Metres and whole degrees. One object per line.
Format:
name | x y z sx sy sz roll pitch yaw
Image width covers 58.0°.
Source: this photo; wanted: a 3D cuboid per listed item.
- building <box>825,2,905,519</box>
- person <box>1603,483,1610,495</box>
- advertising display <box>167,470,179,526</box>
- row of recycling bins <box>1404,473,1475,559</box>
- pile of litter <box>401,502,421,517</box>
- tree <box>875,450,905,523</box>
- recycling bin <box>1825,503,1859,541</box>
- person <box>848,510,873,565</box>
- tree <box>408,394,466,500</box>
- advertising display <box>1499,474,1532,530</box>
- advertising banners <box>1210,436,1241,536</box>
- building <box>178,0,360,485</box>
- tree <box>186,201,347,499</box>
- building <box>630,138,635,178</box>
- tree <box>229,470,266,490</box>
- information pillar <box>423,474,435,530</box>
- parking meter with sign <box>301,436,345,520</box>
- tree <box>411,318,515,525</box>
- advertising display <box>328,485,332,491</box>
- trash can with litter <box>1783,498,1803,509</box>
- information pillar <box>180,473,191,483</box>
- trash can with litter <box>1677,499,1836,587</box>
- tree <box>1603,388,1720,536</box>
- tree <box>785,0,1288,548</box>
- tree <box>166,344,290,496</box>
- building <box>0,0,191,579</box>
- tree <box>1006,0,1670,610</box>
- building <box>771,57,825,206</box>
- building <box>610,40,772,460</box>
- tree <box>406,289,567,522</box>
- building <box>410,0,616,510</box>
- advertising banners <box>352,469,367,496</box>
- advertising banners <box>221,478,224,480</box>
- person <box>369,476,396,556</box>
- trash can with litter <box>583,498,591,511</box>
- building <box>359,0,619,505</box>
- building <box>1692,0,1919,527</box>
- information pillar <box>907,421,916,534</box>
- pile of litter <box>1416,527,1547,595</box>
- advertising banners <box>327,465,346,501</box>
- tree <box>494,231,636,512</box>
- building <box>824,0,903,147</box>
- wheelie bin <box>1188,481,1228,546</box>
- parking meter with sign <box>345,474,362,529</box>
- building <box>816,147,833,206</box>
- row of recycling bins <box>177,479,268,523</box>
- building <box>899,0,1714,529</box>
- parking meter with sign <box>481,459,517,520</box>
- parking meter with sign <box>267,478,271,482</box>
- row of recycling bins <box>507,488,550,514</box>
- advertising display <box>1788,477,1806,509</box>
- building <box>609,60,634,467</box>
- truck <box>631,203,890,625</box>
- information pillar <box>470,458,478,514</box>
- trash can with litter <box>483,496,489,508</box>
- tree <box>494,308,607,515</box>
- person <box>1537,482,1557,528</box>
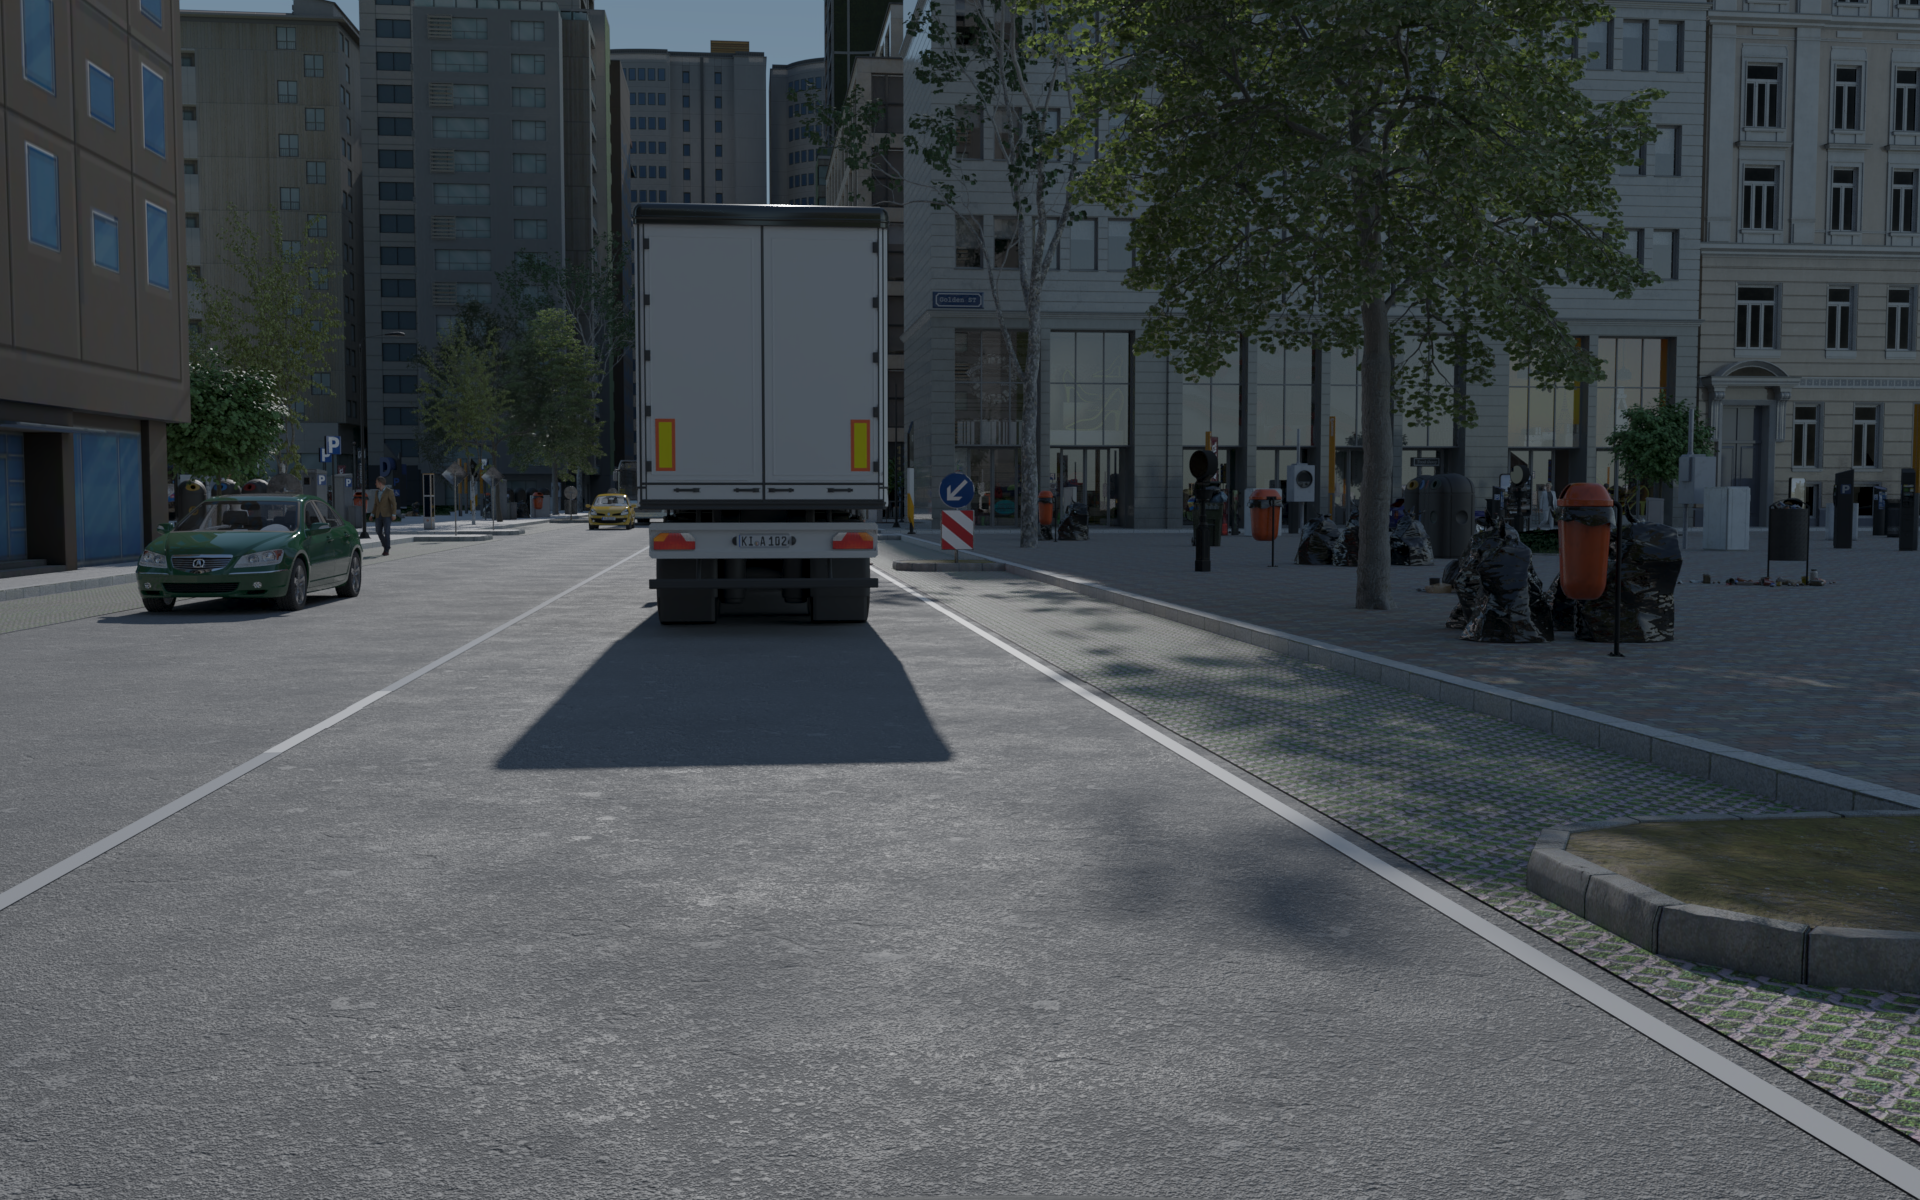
building | 2.276 -18.417 105.627 19.350 26.468 34.151 0 4 -7
person | 22.102 -3.122 59.726 0.592 1.802 0.473 1 4 21
advertising display | -21.120 -2.478 45.735 0.974 1.923 0.123 1 4 8
row of recycling bins | 9.970 -1.765 35.970 1.069 1.692 3.534 0 4 4
pile of litter | -31.325 -5.193 98.876 1.176 0.858 1.719 0 4 -8
tree | -3.091 -4.974 75.929 1.663 3.219 1.824 0 3 0
recycling bin | 24.446 -2.169 48.024 0.722 1.027 0.722 1 4 19
person | -2.105 -1.603 34.810 0.635 1.810 0.391 2 4 28
tree | -38.579 -10.813 127.155 4.360 8.622 3.978 0 3 0
advertising display | 17.388 -3.000 54.261 0.974 1.923 0.123 1 4 11
advertising banners | 8.161 -3.496 53.346 0.090 3.025 2.074 2 4 35
building | -78.278 -36.777 190.537 27.495 52.752 28.713 0 4 -7
tree | -17.123 -5.675 43.144 4.737 8.622 4.395 0 3 0
building | -50.267 -33.198 197.410 28.867 44.769 22.147 0 4 -7
tree | -33.348 -5.311 81.435 1.663 3.219 1.824 0 3 0
information pillar | -19.107 -3.536 62.310 0.304 2.012 0.304 0 4 7
parking meter with sign | -19.531 -3.435 52.425 1.738 3.016 0.543 2 4 30
tree | -20.359 -7.429 71.831 4.737 8.622 4.395 0 3 0
advertising display | -45.787 -7.428 126.667 0.974 1.923 0.123 2 4 25
trash can with litter | 24.001 -2.364 50.038 0.624 1.170 1.055 2 4 26
information pillar | -33.107 -5.065 74.160 0.504 3.616 0.183 -1 4 -21
trash can with litter | 11.338 -0.830 24.631 2.233 1.210 1.678 1 4 18
tree | 21.785 -4.289 53.831 4.285 4.588 4.351 0 3 0
tree | 2.175 -11.414 42.503 12.611 20.169 13.585 0 3 0
tree | -16.294 -3.313 37.888 4.285 4.588 4.351 0 3 0
building | -21.358 -22.962 25.541 14.600 45.320 14.200 0 4 -7
tree | 4.245 -6.168 18.969 7.486 12.596 7.792 0 3 0
building | -11.093 -42.161 231.330 28.212 58.520 21.231 0 4 -7
building | -39.535 -41.941 227.739 28.212 58.520 21.231 0 4 -7
tree | -21.524 -8.868 79.411 7.601 10.594 8.767 0 4 -2
building | -35.962 -27.985 141.147 14.154 41.232 14.086 0 4 -7
advertising banners | -44.691 -8.034 127.544 2.074 3.025 0.090 0 4 1
advertising banners | -55.358 -8.312 132.094 2.074 3.025 0.090 0 4 -8
person | -13.433 -1.952 40.323 0.656 1.842 0.836 -1 4 -8
trash can with litter | -28.322 -7.267 130.205 1.055 1.170 0.624 -3 5 -43
building | -41.539 -43.960 156.992 20.563 71.187 20.611 0 4 -7
building | 37.496 -17.614 73.897 20.117 28.700 13.634 0 4 -7
information pillar | -1.576 -3.918 55.418 0.183 3.616 0.504 1 4 14
pile of litter | 6.848 -0.520 22.471 1.719 0.858 1.176 3 4 37
advertising banners | -38.239 -6.664 105.138 2.074 3.025 0.090 0 4 7
tree | -25.560 -16.320 122.719 12.611 20.169 13.585 0 3 0
building | -4.349 -44.402 164.231 20.563 71.187 20.611 0 4 -7
wheelie bin | 6.109 -2.118 42.537 0.980 1.594 0.693 -1 4 -11
parking meter with sign | -23.173 -4.199 64.922 1.738 3.016 0.543 2 4 27
building | -5.301 -22.997 147.697 14.160 30.474 14.107 0 4 -7
row of recycling bins | -20.114 -2.526 48.406 3.534 1.692 1.069 0 4 0
building | 12.919 -17.843 69.234 29.804 29.767 11.434 0 4 -7
parking meter with sign | -22.868 -5.489 86.007 0.543 3.016 1.738 3 5 40
parking meter with sign | -32.985 -5.342 83.605 0.543 3.016 1.738 3 5 41
row of recycling bins | -27.493 -6.271 109.649 1.069 1.692 3.534 3 5 42
advertising display | 32.166 -3.754 66.584 0.974 1.923 0.123 -2 4 -33
building | -40.687 -32.127 175.392 14.600 45.320 14.200 0 4 -7
truck | -2.551 -2.047 22.390 2.839 4.237 11.283 0 4 -7
information pillar | -31.329 -7.351 111.550 0.183 3.616 0.504 3 5 40
trash can with litter | -28.661 -5.746 105.342 1.055 1.170 0.624 1 4 11
tree | -25.226 -11.491 105.999 7.486 12.596 7.792 0 3 0
person | 20.488 -3.184 60.431 0.514 1.842 0.818 -2 4 -25
